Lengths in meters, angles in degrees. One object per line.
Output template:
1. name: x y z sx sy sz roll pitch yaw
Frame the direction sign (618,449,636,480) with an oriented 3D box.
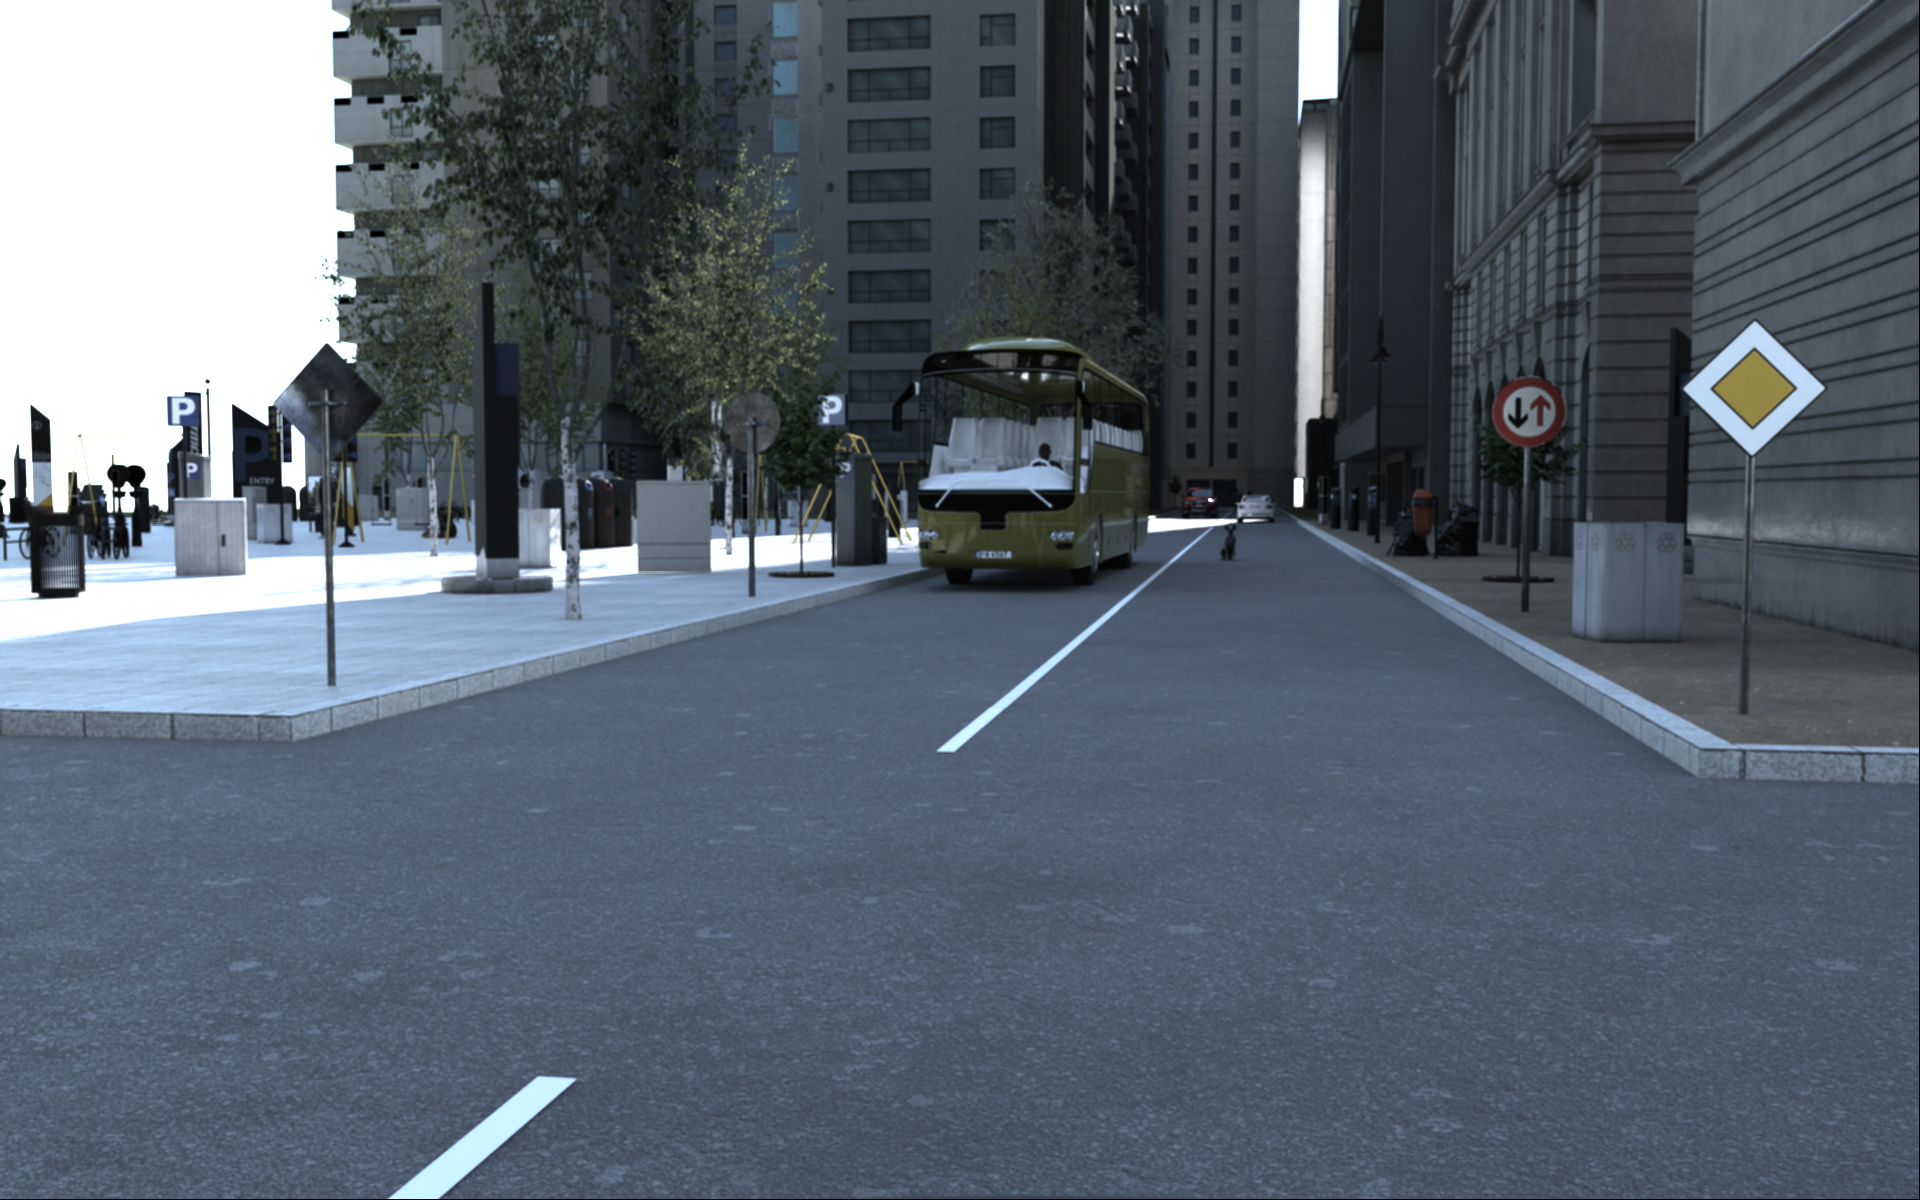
1. direction sign: -16.754 -5.826 87.245 0.876 3.537 0.379 -2 4 -26

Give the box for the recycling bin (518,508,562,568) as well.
1. recycling bin: -7.412 -1.082 30.244 0.722 1.027 0.722 0 4 4

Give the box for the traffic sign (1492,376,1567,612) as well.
1. traffic sign: 6.167 -1.145 18.825 0.768 2.556 0.104 1 4 16

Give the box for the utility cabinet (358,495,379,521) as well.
1. utility cabinet: -27.944 -4.314 81.703 0.306 1.237 1.020 3 4 38

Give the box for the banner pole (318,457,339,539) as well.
1. banner pole: -18.193 -3.666 49.954 0.863 3.779 0.401 2 4 28

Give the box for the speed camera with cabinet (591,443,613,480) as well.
1. speed camera with cabinet: -14.563 -4.503 67.952 2.038 3.252 0.660 2 4 30

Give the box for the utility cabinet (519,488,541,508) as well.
1. utility cabinet: -14.749 -3.104 59.433 0.318 1.500 1.173 3 4 37

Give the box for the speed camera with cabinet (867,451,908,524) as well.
1. speed camera with cabinet: -3.299 -4.938 75.066 2.038 3.252 0.660 0 4 -4

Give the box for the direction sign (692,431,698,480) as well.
1. direction sign: -9.147 -4.147 59.795 0.379 3.537 0.876 0 4 1

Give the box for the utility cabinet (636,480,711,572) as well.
1. utility cabinet: -4.649 -1.190 28.138 1.173 1.500 0.318 -1 4 -12

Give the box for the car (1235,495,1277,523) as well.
1. car: 15.006 -4.615 87.815 2.083 1.381 4.827 1 4 10

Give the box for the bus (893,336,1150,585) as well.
1. bus: 1.596 -2.395 30.701 2.896 3.916 12.252 1 4 11

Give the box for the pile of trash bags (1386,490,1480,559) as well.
1. pile of trash bags: 9.761 -1.597 35.863 1.912 1.369 3.447 1 4 21

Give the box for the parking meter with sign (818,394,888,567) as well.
1. parking meter with sign: -1.872 -2.126 31.026 0.543 3.016 1.738 2 4 25

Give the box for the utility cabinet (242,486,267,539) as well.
1. utility cabinet: -19.803 -2.447 48.684 0.318 1.500 1.173 0 4 -4

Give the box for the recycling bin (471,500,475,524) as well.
1. recycling bin: -20.469 -3.763 74.072 0.722 1.027 0.722 -2 4 -30

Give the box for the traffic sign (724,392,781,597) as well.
1. traffic sign: -2.601 -1.314 21.583 0.768 2.556 0.104 1 4 18

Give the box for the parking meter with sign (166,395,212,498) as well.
1. parking meter with sign: -13.887 -2.158 31.541 0.543 3.016 1.738 -1 4 -10

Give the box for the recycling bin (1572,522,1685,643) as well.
1. recycling bin: 5.886 -0.167 15.284 0.722 1.027 0.722 0 4 -1

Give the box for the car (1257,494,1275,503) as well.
1. car: 21.072 -6.687 121.330 2.014 1.417 4.499 0 4 8

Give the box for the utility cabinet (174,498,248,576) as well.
1. utility cabinet: -11.779 -0.983 27.239 1.020 1.237 0.306 -1 4 -17

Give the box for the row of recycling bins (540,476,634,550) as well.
1. row of recycling bins: -8.843 -2.072 40.986 1.069 1.692 3.534 1 4 17

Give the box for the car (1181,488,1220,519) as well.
1. car: 14.195 -5.726 102.292 2.281 1.827 5.304 1 4 9

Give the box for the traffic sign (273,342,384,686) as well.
1. traffic sign: -4.202 -0.482 11.528 0.795 2.450 0.064 1 4 10

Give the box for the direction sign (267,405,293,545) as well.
1. direction sign: -17.250 -3.180 43.998 0.876 3.537 0.379 2 4 30

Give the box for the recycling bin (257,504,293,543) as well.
1. recycling bin: -17.979 -2.011 45.435 0.722 1.027 0.722 -3 4 -37

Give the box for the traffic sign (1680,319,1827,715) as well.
1. traffic sign: 4.566 -0.391 10.035 0.795 2.450 0.064 1 4 10

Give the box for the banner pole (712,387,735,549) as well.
1. banner pole: -5.594 -3.089 40.520 0.401 3.779 0.863 -3 4 -39

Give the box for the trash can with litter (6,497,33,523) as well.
1. trash can with litter: -42.218 -4.058 77.737 1.055 1.170 0.624 -3 5 -42

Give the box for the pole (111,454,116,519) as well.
1. pole: -42.901 -5.744 87.762 0.158 3.312 0.155 0 3 0

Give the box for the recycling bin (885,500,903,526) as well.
1. recycling bin: -2.723 -3.572 70.962 0.722 1.027 0.722 0 4 3

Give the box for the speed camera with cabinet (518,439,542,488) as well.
1. speed camera with cabinet: -16.000 -4.137 61.977 2.038 3.252 0.660 1 4 14

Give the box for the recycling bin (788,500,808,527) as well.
1. recycling bin: -6.416 -3.422 68.500 0.722 1.027 0.722 -1 4 -14

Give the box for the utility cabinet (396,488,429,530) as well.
1. utility cabinet: -19.249 -3.190 60.842 1.173 1.500 0.318 1 4 22

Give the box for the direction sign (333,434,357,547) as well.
1. direction sign: -14.870 -3.051 41.880 0.379 3.537 0.876 1 4 20

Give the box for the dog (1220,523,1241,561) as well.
1. dog: 5.913 -1.267 37.559 0.513 0.831 0.800 3 4 39

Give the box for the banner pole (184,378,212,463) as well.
1. banner pole: -16.375 -2.896 37.367 0.401 3.779 0.863 2 4 25

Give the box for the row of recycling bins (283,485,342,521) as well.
1. row of recycling bins: -30.549 -4.608 82.449 3.534 1.692 1.069 -2 4 -28

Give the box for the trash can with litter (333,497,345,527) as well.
1. trash can with litter: -24.147 -3.441 67.651 0.624 1.170 1.055 -1 4 -11

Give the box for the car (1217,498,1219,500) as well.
1. car: 19.203 -7.753 135.801 2.155 1.783 4.494 1 4 11

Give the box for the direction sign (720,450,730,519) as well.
1. direction sign: -12.196 -5.945 89.196 0.876 3.537 0.379 -3 5 -42
